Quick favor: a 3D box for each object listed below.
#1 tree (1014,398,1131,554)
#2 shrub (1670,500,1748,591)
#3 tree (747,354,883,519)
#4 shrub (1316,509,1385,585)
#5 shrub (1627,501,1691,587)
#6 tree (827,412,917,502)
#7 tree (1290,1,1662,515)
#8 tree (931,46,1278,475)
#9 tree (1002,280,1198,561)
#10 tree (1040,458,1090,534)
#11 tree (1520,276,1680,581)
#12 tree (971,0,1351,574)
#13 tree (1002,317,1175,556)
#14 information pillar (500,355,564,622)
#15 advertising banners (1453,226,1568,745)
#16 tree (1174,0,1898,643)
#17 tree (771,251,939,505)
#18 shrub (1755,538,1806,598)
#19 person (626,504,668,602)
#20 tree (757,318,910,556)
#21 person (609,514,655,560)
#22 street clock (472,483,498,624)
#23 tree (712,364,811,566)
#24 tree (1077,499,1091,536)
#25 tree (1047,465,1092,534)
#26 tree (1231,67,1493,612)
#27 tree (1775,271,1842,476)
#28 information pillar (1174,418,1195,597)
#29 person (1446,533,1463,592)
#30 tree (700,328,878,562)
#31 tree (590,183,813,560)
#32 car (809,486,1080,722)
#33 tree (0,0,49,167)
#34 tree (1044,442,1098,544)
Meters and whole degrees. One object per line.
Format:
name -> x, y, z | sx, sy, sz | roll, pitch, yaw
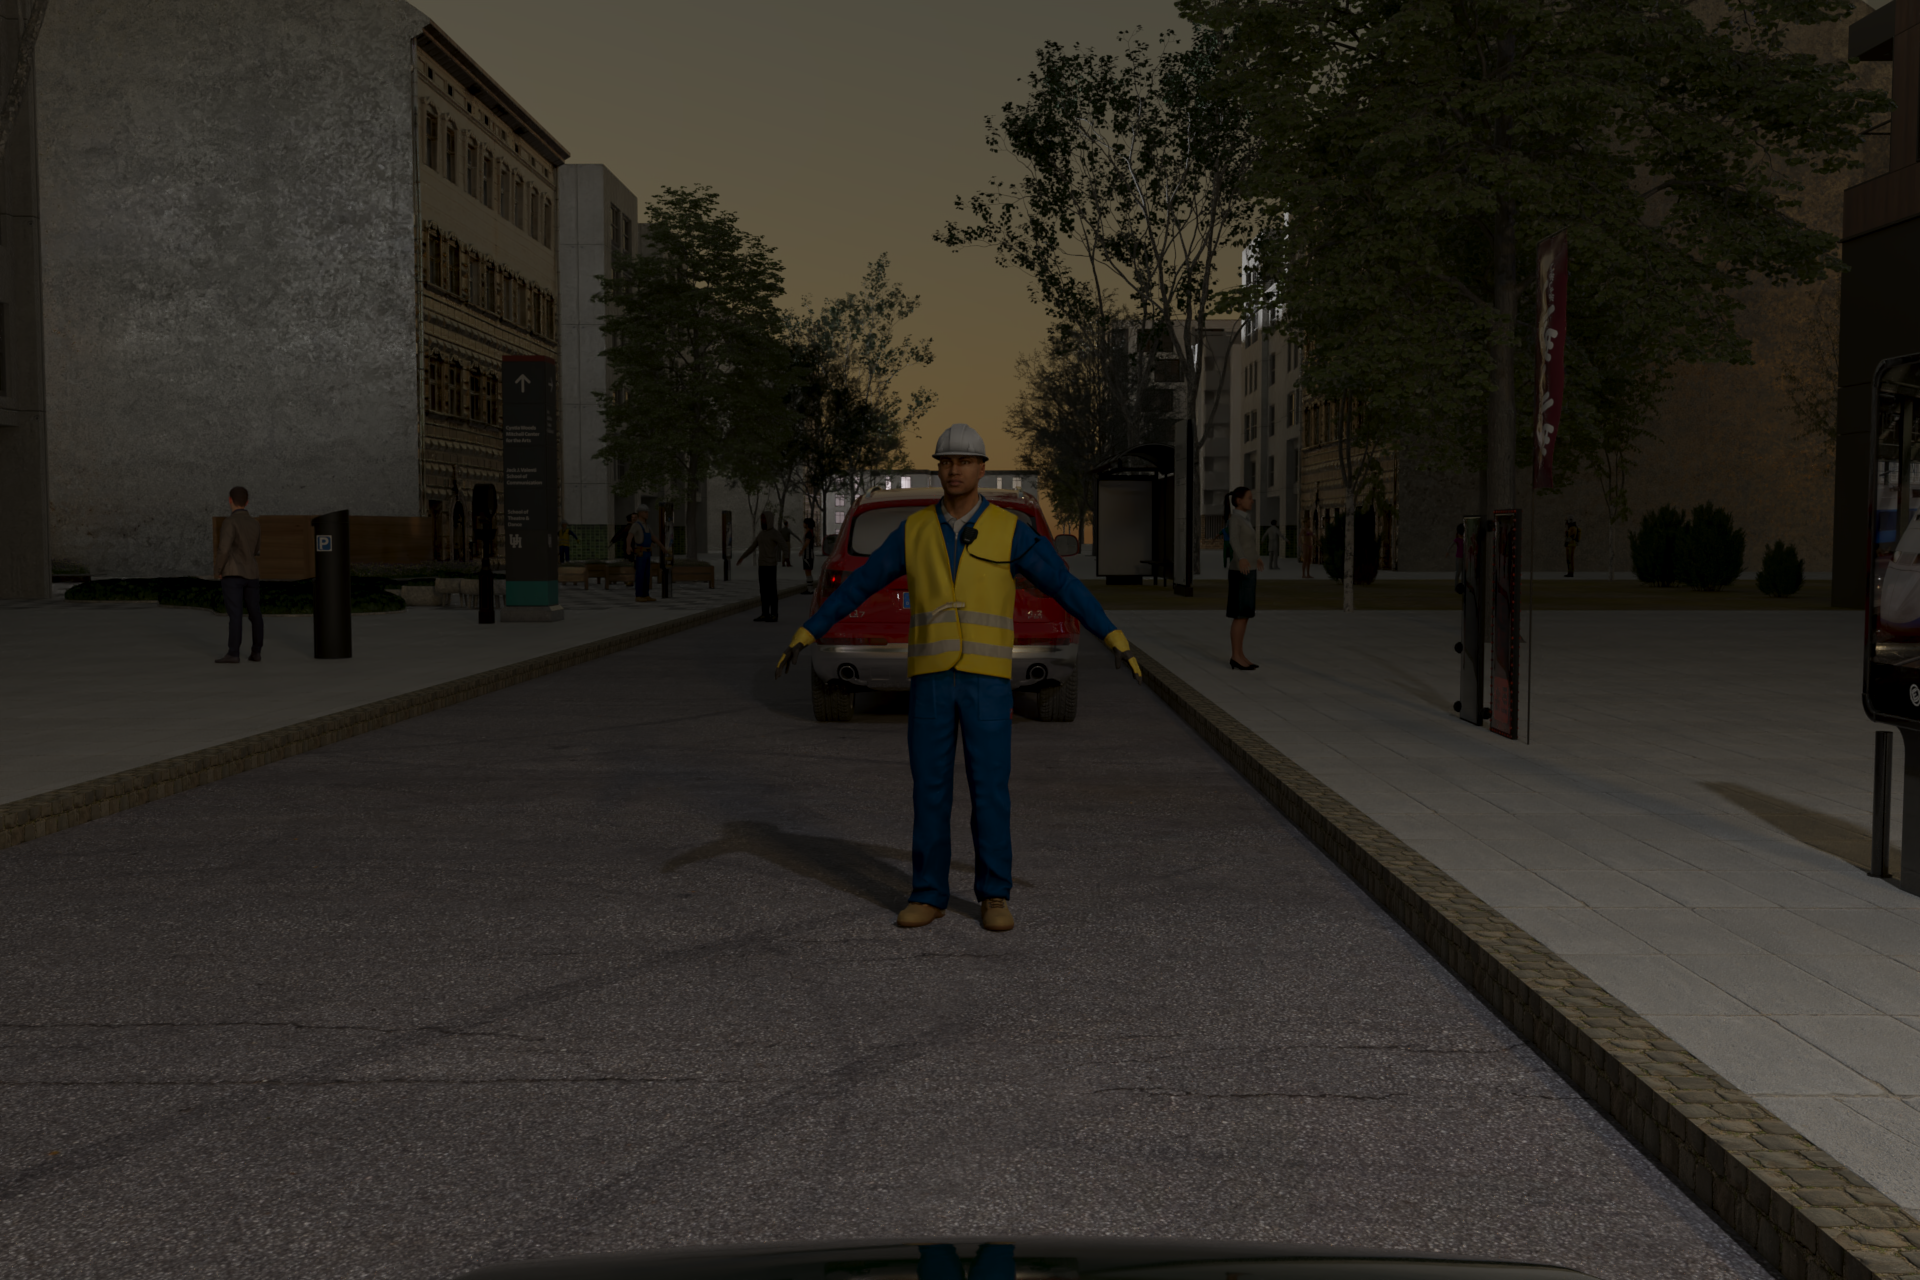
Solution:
tree -> 7.623, -10.780, 110.668 | 8.767, 10.594, 7.601 | 0, 4, 1
shrub -> 16.822, -2.135, 38.944 | 1.661, 2.075, 1.752 | 0, 3, 0
tree -> -7.769, -9.437, 88.711 | 8.767, 10.594, 7.601 | 1, 4, 10
shrub -> 9.950, -2.427, 44.093 | 1.690, 2.028, 1.600 | 0, 3, 0
shrub -> 17.042, -2.316, 41.915 | 1.661, 2.075, 1.752 | 0, 3, 0
tree -> -7.040, -12.872, 136.207 | 9.928, 11.665, 9.643 | 0, 3, 0
tree -> 10.747, -7.199, 35.823 | 7.486, 12.596, 7.792 | 0, 3, 0
tree -> 5.757, -12.998, 68.406 | 12.611, 20.169, 13.585 | 0, 3, 0
tree -> 7.001, -10.620, 84.005 | 12.009, 13.543, 11.850 | 0, 3, 0
tree -> 7.865, -10.781, 126.636 | 4.737, 8.622, 4.395 | 0, 3, 0
tree -> 17.726, -5.938, 47.444 | 4.737, 8.622, 4.395 | 0, 3, 0
tree -> 6.728, -12.066, 53.173 | 12.611, 20.169, 13.585 | 0, 3, 0
tree -> 7.635, -11.557, 99.323 | 12.009, 13.543, 11.850 | 0, 3, 0
information pillar -> -6.299, -2.204, 25.420 | 0.750, 3.857, 0.750 | 0, 4, 1
advertising banners -> 3.464, -0.904, 10.966 | 0.090, 3.025, 2.074 | 0, 4, 1
tree -> 6.285, -6.215, 19.735 | 7.486, 12.596, 7.792 | 0, 3, 0
tree -> -7.204, -16.026, 117.907 | 12.611, 20.169, 13.585 | 0, 3, 0
shrub -> 16.584, -1.461, 35.009 | 1.383, 1.207, 1.383 | 0, 3, 0
person -> -5.988, -1.650, 32.832 | 0.705, 1.847, 1.347 | 1, 4, 22
tree -> -7.916, -11.579, 99.683 | 12.009, 13.543, 11.850 | 0, 3, 0
person -> -8.992, -2.530, 47.304 | 1.347, 1.837, 0.705 | 1, 4, 11
street clock -> -6.780, -1.234, 24.754 | 0.358, 2.002, 0.471 | 0, 4, 1
tree -> -8.335, -7.301, 69.732 | 4.360, 8.622, 3.978 | 0, 3, 0
tree -> 16.015, -16.940, 227.328 | 4.737, 8.622, 4.395 | 0, 3, 0
tree -> 7.759, -11.137, 132.456 | 4.360, 8.622, 3.978 | 0, 3, 0
tree -> 6.608, -4.755, 28.110 | 4.737, 8.622, 4.395 | 0, 3, 0
tree -> 24.799, -5.932, 47.355 | 4.360, 8.622, 3.978 | 0, 3, 0
information pillar -> 4.659, -2.735, 36.031 | 0.184, 3.620, 1.656 | 0, 4, -1
person -> 11.121, -1.775, 38.286 | 0.991, 1.433, 0.599 | -2, 4, -24
tree -> -8.246, -8.850, 79.116 | 8.767, 10.594, 7.601 | -2, 4, -24
tree -> -8.466, -8.478, 56.734 | 7.486, 12.596, 7.792 | 0, 3, 0
car -> -0.093, -0.372, 14.748 | 2.281, 1.827, 5.304 | 0, 4, 1
tree -> -8.657, -9.667, 13.948 | 12.611, 20.169, 13.585 | 0, 3, 0
tree -> 15.611, -19.192, 220.438 | 9.857, 13.997, 8.962 | 0, 3, 0
